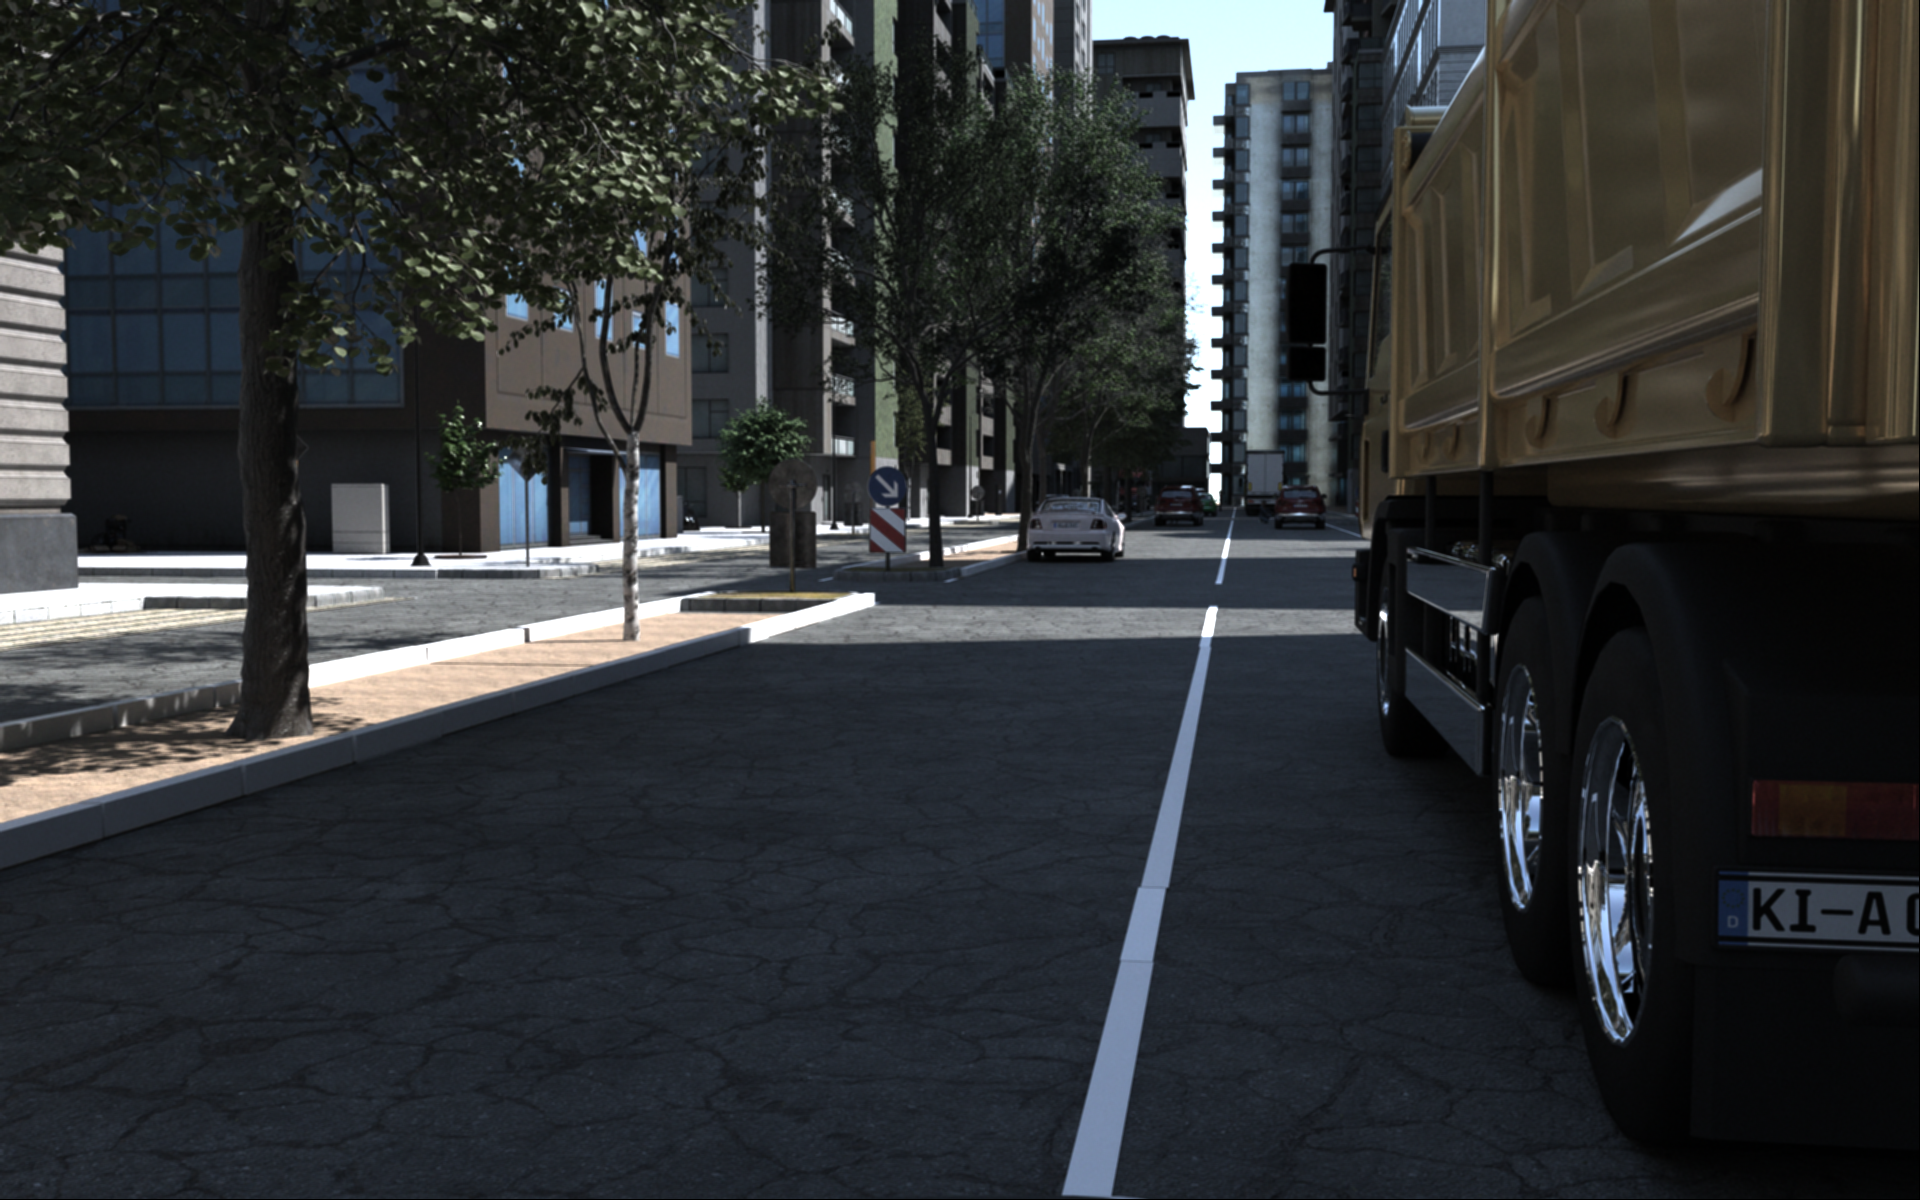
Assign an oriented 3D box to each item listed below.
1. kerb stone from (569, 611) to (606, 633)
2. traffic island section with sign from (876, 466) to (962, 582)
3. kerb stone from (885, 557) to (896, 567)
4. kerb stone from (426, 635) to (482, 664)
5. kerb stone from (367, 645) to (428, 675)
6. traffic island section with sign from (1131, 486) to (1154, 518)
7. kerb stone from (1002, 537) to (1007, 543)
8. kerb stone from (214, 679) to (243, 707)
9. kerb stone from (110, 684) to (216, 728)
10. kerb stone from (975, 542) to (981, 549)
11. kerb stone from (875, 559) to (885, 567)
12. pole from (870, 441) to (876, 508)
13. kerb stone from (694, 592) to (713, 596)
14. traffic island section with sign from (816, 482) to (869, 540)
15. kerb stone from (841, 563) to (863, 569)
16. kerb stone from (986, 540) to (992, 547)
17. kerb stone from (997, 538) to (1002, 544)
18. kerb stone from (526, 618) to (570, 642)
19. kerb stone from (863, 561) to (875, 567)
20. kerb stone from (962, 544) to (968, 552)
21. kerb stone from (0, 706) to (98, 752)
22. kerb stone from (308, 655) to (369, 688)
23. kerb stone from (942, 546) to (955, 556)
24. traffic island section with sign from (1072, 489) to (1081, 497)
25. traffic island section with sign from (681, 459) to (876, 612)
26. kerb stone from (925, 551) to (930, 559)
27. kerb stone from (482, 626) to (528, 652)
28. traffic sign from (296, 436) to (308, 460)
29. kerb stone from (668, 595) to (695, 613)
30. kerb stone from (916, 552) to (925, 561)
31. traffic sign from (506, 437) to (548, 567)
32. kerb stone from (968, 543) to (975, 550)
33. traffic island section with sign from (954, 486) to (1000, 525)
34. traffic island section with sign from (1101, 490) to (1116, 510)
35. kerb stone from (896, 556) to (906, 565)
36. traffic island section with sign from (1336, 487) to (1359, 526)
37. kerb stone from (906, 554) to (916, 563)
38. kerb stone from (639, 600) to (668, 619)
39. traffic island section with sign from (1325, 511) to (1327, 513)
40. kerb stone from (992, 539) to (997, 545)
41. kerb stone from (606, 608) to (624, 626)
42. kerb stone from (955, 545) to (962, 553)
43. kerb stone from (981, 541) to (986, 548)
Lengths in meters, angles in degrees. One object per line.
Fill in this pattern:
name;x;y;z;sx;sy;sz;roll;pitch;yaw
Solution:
kerb stone;-3.979;0.248;18.143;0.120;0.150;1.000;1;4;9
traffic island section with sign;-1.098;-1.293;29.274;2.006;1.907;1.989;1;4;9
kerb stone;-1.450;-0.713;33.849;0.120;0.150;1.000;1;4;9
kerb stone;-4.458;0.438;15.096;0.120;0.150;1.000;1;4;9
kerb stone;-4.631;0.497;14.077;0.120;0.150;1.000;1;4;9
traffic island section with sign;10.814;-5.831;103.466;2.006;1.907;1.989;1;4;9
kerb stone;1.149;-1.698;50.015;0.120;0.150;1.000;1;4;9
kerb stone;-4.945;0.624;12.057;0.120;0.150;1.000;1;4;9
kerb stone;-5.109;0.682;11.048;0.120;0.150;1.000;1;4;9
kerb stone;0.338;-1.393;44.967;0.120;0.150;1.000;1;4;9
kerb stone;-1.621;-0.649;32.830;0.120;0.150;1.000;1;4;9
pole;-3.342;-4.441;66.454;0.158;3.312;0.155;0;3;0
kerb stone;-3.322;0.000;22.192;0.120;0.150;1.000;1;4;9
traffic island section with sign;-3.445;-2.831;54.916;1.989;1.847;2.006;1;4;9
kerb stone;-1.937;-0.527;30.808;0.120;0.150;1.000;1;4;9
kerb stone;0.667;-1.513;46.986;0.120;0.150;1.000;1;4;9
kerb stone;0.985;-1.636;49.006;0.120;0.150;1.000;1;4;9
kerb stone;-4.137;0.310;17.133;0.120;0.150;1.000;1;4;9
kerb stone;-1.775;-0.589;31.819;0.120;0.150;1.000;1;4;9
kerb stone;0.011;-1.269;42.946;0.120;0.150;1.000;1;4;9
kerb stone;-5.280;0.748;10.033;0.120;0.150;1.000;1;4;9
kerb stone;-4.786;0.559;13.067;0.120;0.150;1.000;1;4;9
kerb stone;-0.312;-1.145;40.927;0.120;0.150;1.000;1;4;9
traffic island section with sign;8.884;-7.521;131.597;1.989;1.847;2.006;1;4;9
traffic island section with sign;-2.282;-0.846;21.961;2.006;1.907;1.989;1;4;9
kerb stone;-0.800;-0.960;37.894;0.120;0.150;1.000;1;4;9
kerb stone;-4.300;0.380;16.114;0.120;0.150;1.000;1;4;9
traffic sign;-8.918;-1.167;22.725;0.795;2.450;0.064;1;4;9
kerb stone;-3.481;0.065;21.179;0.120;0.150;1.000;1;4;9
kerb stone;-0.956;-0.898;36.884;0.120;0.150;1.000;1;4;9
traffic sign;-7.651;-1.649;30.609;0.795;2.450;0.064;1;4;9
kerb stone;0.182;-1.329;43.957;0.120;0.150;1.000;1;4;9
traffic island section with sign;0.833;-4.460;81.552;1.989;1.847;2.006;1;4;9
traffic island section with sign;13.335;-9.216;159.311;1.989;1.847;2.006;1;4;9
kerb stone;-1.283;-0.774;34.858;0.120;0.150;1.000;1;4;9
traffic island section with sign;18.293;-4.331;79.436;1.989;1.847;2.006;1;4;9
kerb stone;-1.118;-0.836;35.871;0.120;0.150;1.000;1;4;9
kerb stone;-3.648;0.125;20.164;0.120;0.150;1.000;1;4;9
traffic island section with sign;26.144;-7.320;128.311;1.989;1.847;2.006;1;4;9
kerb stone;0.827;-1.578;47.995;0.120;0.150;1.000;1;4;9
kerb stone;-3.816;0.190;19.152;0.120;0.150;1.000;1;4;9
kerb stone;-0.146;-1.207;41.936;0.120;0.150;1.000;1;4;9
kerb stone;0.504;-1.455;45.976;0.120;0.150;1.000;1;4;9
